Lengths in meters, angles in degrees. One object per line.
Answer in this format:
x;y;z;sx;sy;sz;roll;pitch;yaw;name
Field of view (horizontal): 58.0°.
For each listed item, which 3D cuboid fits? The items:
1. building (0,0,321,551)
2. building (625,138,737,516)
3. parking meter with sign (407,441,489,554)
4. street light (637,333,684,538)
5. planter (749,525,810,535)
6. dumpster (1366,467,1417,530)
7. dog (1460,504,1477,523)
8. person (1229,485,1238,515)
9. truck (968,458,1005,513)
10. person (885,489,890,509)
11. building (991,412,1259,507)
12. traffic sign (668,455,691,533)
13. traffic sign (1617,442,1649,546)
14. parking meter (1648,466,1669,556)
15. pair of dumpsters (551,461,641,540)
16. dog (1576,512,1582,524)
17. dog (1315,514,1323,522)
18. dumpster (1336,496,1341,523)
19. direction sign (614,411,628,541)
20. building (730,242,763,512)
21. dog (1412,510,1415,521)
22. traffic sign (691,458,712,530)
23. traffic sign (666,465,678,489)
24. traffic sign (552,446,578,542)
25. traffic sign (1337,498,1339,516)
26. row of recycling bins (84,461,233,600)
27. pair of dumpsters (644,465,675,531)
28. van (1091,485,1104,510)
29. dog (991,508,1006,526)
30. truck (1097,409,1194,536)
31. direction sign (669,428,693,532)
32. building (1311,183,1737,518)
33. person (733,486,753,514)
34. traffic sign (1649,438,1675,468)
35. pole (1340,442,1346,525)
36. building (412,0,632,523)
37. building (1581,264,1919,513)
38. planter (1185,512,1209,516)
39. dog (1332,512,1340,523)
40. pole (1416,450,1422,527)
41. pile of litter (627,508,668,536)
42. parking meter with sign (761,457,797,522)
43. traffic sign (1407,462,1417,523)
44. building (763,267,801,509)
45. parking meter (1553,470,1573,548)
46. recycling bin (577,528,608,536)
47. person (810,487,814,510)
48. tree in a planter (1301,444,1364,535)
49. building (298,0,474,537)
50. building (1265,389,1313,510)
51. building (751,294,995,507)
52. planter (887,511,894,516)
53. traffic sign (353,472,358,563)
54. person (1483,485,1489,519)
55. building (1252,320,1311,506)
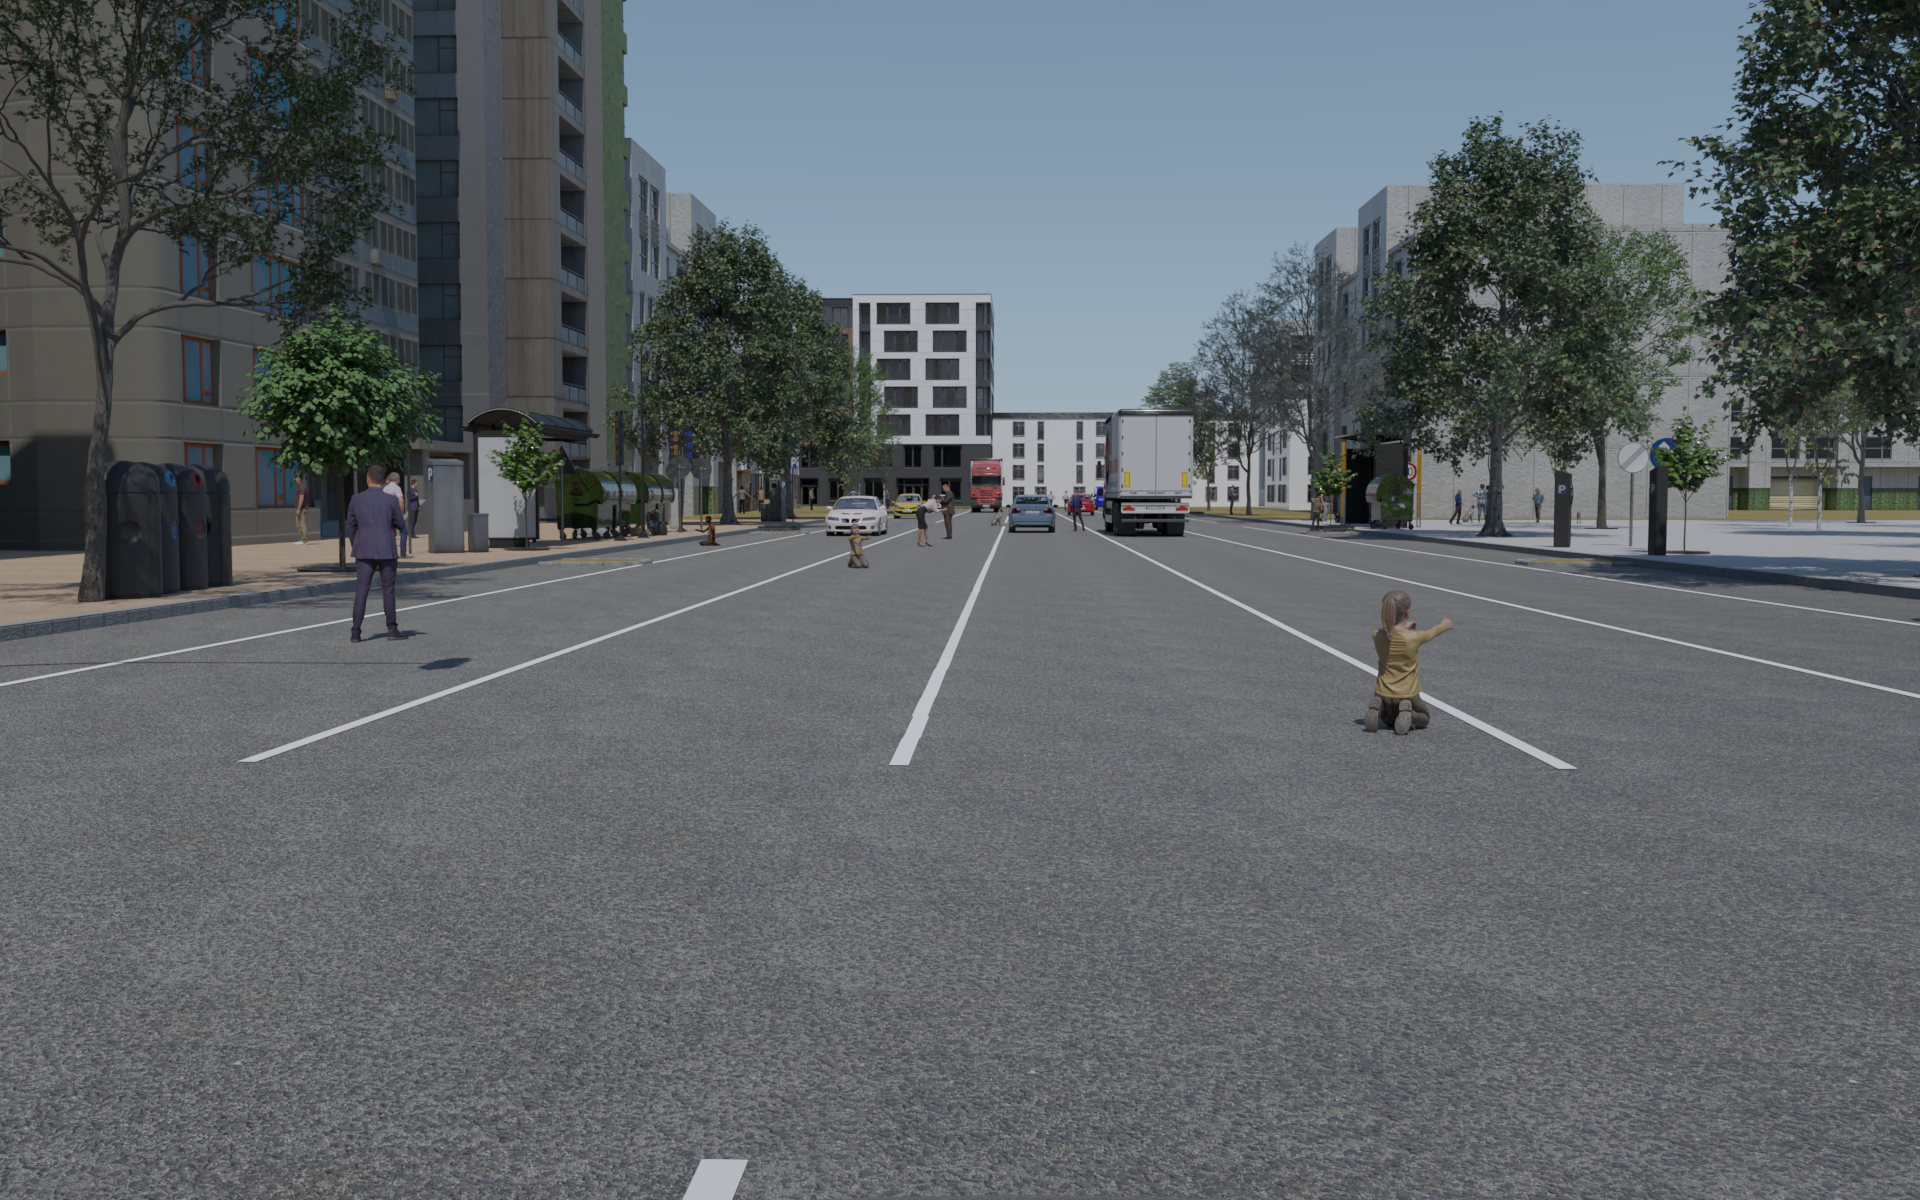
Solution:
-32.012;-11.518;33.363;27.650;21.520;28.899;0;4;2;building
-24.120;-14.421;102.249;16.747;18.905;31.486;0;4;2;building
-11.130;-2.524;37.529;1.738;3.016;0.543;-3;4;-38;parking meter with sign
-8.676;-4.750;50.201;1.470;5.913;1.316;0;4;2;street light
-6.453;-2.513;62.233;1.991;0.319;1.994;0;4;2;planter
15.678;-3.694;62.895;1.502;2.255;1.985;0;4;2;dumpster
22.806;-3.891;78.000;0.800;0.831;0.513;3;4;37;dog
16.959;-6.193;107.168;0.599;1.838;0.709;0;4;-7;person
2.132;-9.040;136.717;2.839;4.237;11.283;0;4;2;truck
-6.364;-8.676;148.425;0.750;1.759;0.617;2;4;34;person
17.408;-14.683;182.213;28.070;9.664;9.099;0;4;2;building
-9.260;-3.489;57.156;0.768;2.556;0.104;0;4;6;traffic sign
16.451;-2.587;42.407;0.768;2.556;0.104;0;4;3;traffic sign
14.614;-1.869;36.269;0.255;1.863;0.399;0;4;-4;parking meter
-10.539;-2.902;49.945;1.574;2.255;4.437;0;4;2;pair of dumpsters
26.933;-3.582;75.395;0.406;0.507;0.540;-2;4;-24;dog
16.785;-3.832;80.396;0.550;0.427;0.748;0;4;4;dog
17.147;-4.262;75.444;1.264;1.857;1.865;0;4;2;dumpster
-9.311;-3.389;47.413;0.379;3.537;0.876;-2;4;-24;direction sign
-23.150;-16.366;124.012;16.016;20.091;11.380;0;4;2;building
21.742;-4.106;83.972;0.540;0.507;0.406;-3;5;-40;dog
-9.111;-3.721;60.951;0.768;2.556;0.104;0;4;4;traffic sign
-11.020;-4.088;66.939;0.768;2.556;0.104;1;4;10;traffic sign
-10.692;-2.845;46.517;0.884;2.594;0.081;1;4;11;traffic sign
16.983;-4.747;77.724;0.768;2.556;0.104;0;4;4;traffic sign
-10.507;-0.955;22.732;1.069;1.692;3.534;0;4;-5;row of recycling bins
-10.493;-3.313;56.663;1.574;2.255;4.437;0;4;2;pair of dumpsters
13.014;-9.277;156.060;2.240;2.365;5.245;0;4;1;van
1.574;-3.701;77.356;0.800;0.831;0.513;2;4;35;dog
6.601;-4.506;62.582;2.839;4.237;11.283;0;4;2;truck
-9.542;-4.116;59.295;0.876;3.537;0.379;-3;4;-36;direction sign
33.042;-14.748;107.588;16.747;18.905;31.486;0;4;2;building
-14.111;-6.492;112.192;1.348;1.823;0.705;0;4;3;person
15.992;-2.396;39.276;0.768;2.556;0.104;1;4;10;traffic sign
14.979;-4.515;67.670;0.158;3.312;0.155;0;3;0;pole
-23.456;-24.117;77.900;14.154;41.232;14.086;0;4;2;building
70.289;-16.901;142.789;31.486;18.905;16.747;0;4;2;building
14.974;-5.543;111.764;1.991;0.319;1.994;0;4;2;planter
16.784;-3.661;76.687;0.540;0.507;0.406;0;4;4;dog
17.621;-4.442;66.472;0.158;3.312;0.155;0;3;0;pole
-9.683;-2.404;53.271;1.176;0.858;1.719;3;4;37;pile of litter
-8.482;-5.158;80.591;1.738;3.016;0.543;2;4;27;parking meter with sign
17.718;-4.193;68.658;0.768;2.556;0.104;0;4;3;traffic sign
-19.809;-17.731;146.318;11.380;20.091;16.016;0;4;2;building
14.495;-2.195;41.596;0.399;1.863;0.255;2;4;34;parking meter
-11.433;-2.528;53.891;0.722;1.027;0.722;-3;5;-42;recycling bin
-11.631;-7.962;136.231;0.705;1.823;1.348;0;4;3;person
13.297;-3.964;62.029;1.991;3.239;1.994;0;4;2;tree in a planter
-32.855;-22.468;59.232;32.217;40.220;23.993;0;4;2;building
30.842;-12.018;138.642;9.099;9.664;28.070;0;4;2;building
-12.657;-21.229;191.061;32.646;21.610;27.936;0;4;2;building
-4.775;-5.583;112.417;1.991;0.319;1.994;0;4;2;planter
-11.191;-1.961;32.073;0.884;2.594;0.081;1;4;8;traffic sign
26.963;-5.019;88.827;0.721;1.735;1.217;2;4;27;person
48.021;-19.442;184.331;31.486;18.905;16.747;0;4;2;building
